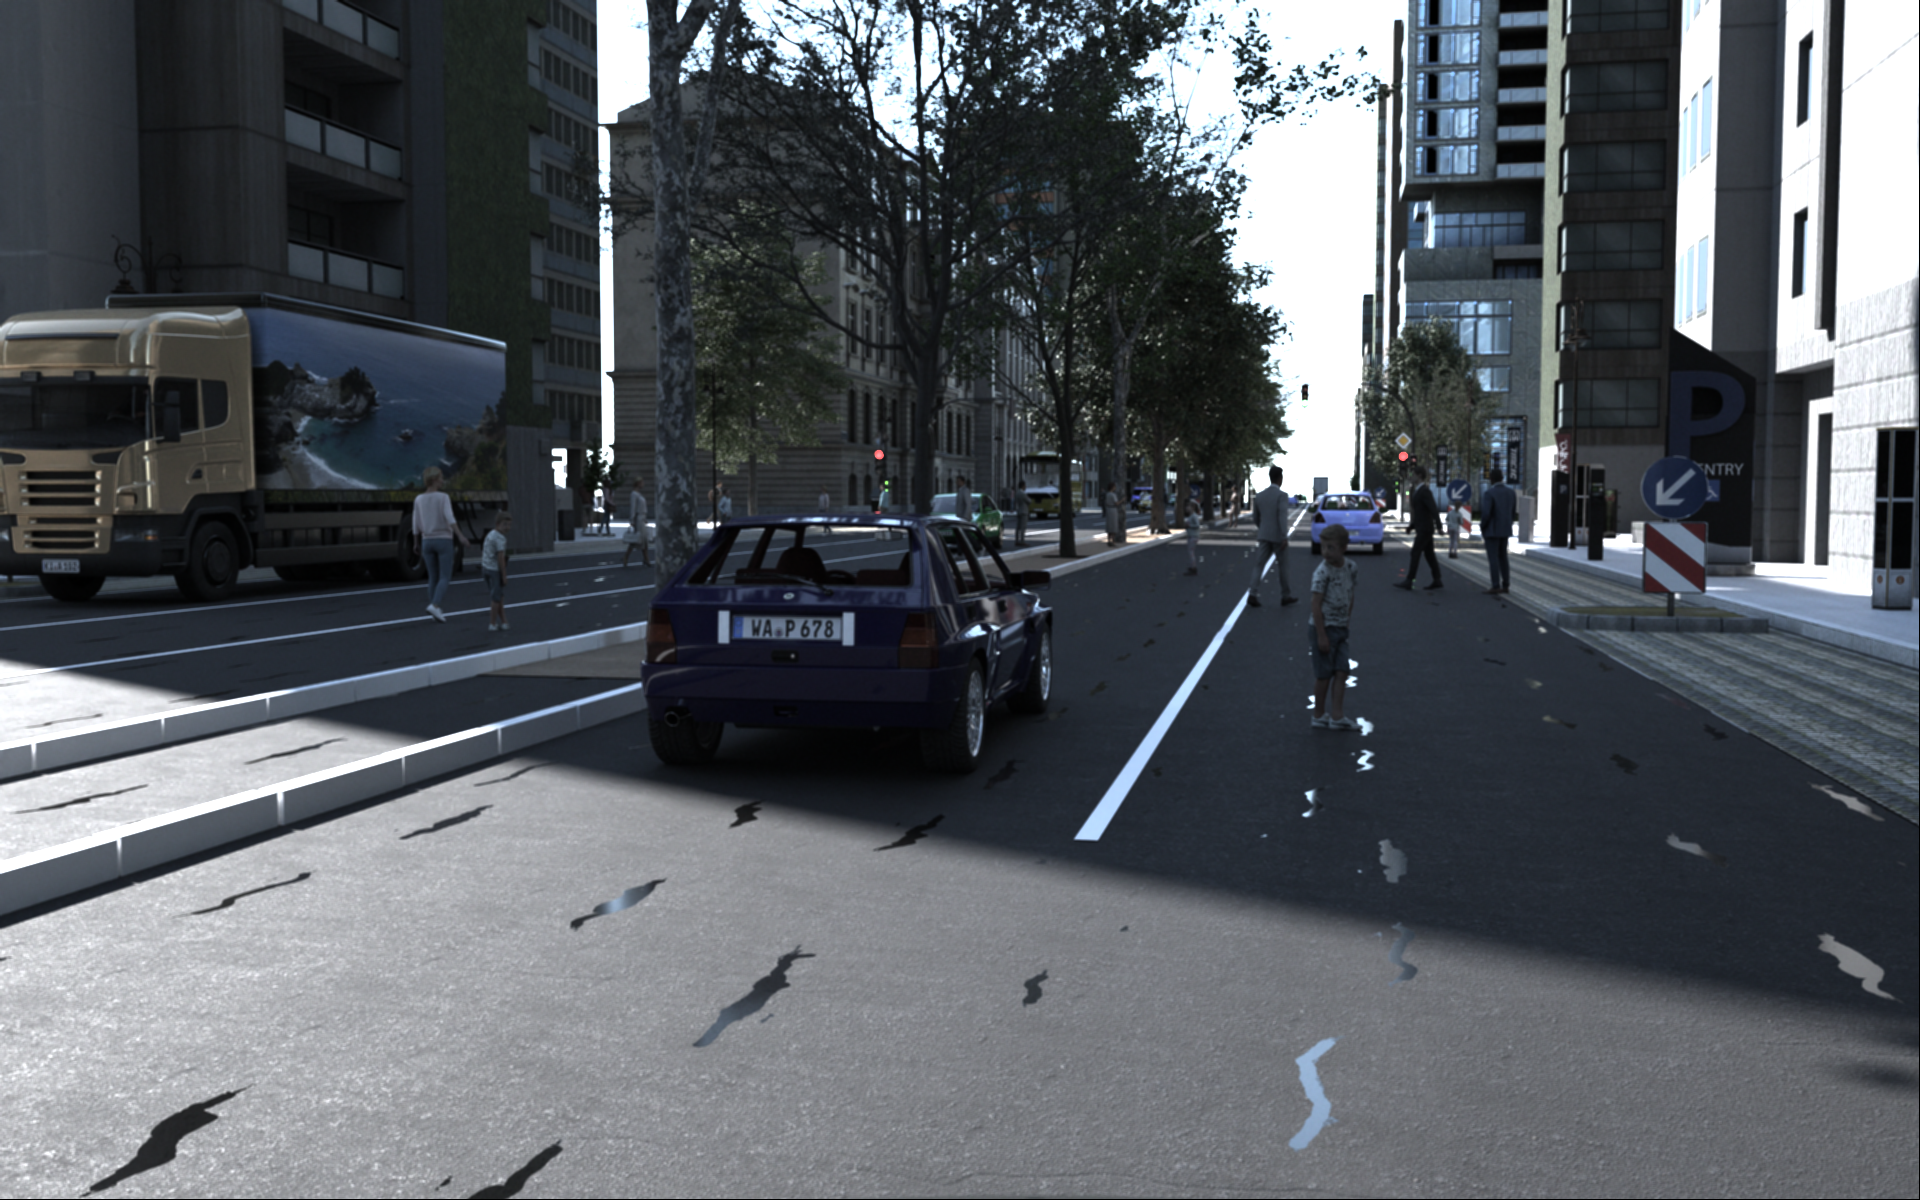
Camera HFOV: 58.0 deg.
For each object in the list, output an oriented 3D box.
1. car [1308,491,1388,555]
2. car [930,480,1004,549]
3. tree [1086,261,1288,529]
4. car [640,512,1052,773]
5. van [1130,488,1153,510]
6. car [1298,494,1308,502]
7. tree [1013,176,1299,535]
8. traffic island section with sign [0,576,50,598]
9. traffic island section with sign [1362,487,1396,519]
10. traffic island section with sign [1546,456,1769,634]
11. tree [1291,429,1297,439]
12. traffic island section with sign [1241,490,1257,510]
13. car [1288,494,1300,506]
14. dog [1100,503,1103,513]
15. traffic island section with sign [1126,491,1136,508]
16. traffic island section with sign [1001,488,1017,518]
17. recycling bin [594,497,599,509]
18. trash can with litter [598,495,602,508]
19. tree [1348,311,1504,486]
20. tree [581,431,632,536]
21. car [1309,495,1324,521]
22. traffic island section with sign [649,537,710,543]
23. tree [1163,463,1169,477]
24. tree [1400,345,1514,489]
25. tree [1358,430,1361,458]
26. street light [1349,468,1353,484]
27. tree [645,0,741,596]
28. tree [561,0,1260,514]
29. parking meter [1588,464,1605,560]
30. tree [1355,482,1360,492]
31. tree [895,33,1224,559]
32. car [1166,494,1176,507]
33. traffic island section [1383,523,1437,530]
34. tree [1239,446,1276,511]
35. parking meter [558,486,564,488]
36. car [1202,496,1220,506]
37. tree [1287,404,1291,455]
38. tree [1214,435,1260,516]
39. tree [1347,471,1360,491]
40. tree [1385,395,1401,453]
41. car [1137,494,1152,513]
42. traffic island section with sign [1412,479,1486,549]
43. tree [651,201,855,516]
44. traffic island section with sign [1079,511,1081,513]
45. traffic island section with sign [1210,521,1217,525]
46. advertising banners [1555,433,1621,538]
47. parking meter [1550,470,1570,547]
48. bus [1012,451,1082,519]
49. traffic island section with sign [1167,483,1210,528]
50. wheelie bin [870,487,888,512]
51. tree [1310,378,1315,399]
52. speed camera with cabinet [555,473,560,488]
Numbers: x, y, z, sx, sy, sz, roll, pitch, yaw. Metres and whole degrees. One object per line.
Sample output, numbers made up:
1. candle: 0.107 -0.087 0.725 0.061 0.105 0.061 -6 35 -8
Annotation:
1. car: 9.479 -2.003 42.347 1.945 1.707 3.694 1 4 13
2. car: -0.020 -2.177 44.396 1.959 1.807 4.718 1 4 11
3. tree: 8.881 -9.079 69.025 7.486 12.596 7.792 0 3 0
4. car: -0.493 0.136 10.364 1.945 1.354 3.894 1 4 11
5. van: 17.130 -9.603 161.396 2.240 2.365 5.245 1 4 12
6. car: 58.715 -17.642 297.245 1.959 1.807 4.718 1 4 11
7. tree: 6.960 -8.632 60.602 9.611 12.733 9.660 0 3 0
8. traffic island section with sign: -13.852 -0.966 24.415 1.989 1.847 2.006 1 4 12
9. traffic island section with sign: 24.328 -5.642 100.873 1.989 1.847 2.006 1 4 12
10. traffic island section with sign: 7.475 -0.621 18.786 1.989 1.847 2.006 1 4 12
11. tree: 19.106 -12.112 118.613 7.486 12.596 7.792 0 3 0
12. traffic island section with sign: 25.930 -8.898 153.615 2.006 1.907 1.989 1 4 12
13. car: 39.271 -11.977 205.419 1.945 1.707 3.694 1 4 12
14. dog: 11.203 -7.107 133.041 0.800 0.831 0.513 2 4 26
15. traffic island section with sign: 18.094 -10.480 179.968 1.989 1.847 2.006 1 4 12
16. traffic island section with sign: 2.773 -5.918 105.384 1.989 1.847 2.006 1 4 12
17. recycling bin: -30.767 -8.109 145.143 0.722 1.027 0.722 2 4 29
18. trash can with litter: -33.504 -9.164 161.221 0.624 1.170 1.055 -1 4 -14
19. tree: 29.452 -11.754 109.193 9.611 12.733 9.660 0 3 0
20. tree: -11.174 -3.581 53.148 1.663 3.219 1.824 0 3 0
21. car: 19.778 -4.918 92.769 2.083 1.381 4.827 1 4 11
22. traffic island section with sign: -8.424 -2.581 50.820 1.989 1.847 2.006 1 4 12
23. tree: 25.763 -17.204 231.652 4.360 8.622 3.978 0 3 0
24. tree: 25.198 -8.329 86.534 4.360 8.622 3.978 0 3 0
25. tree: 37.398 -12.442 153.786 4.737 8.622 4.395 0 3 0
26. street light: 63.116 -18.667 277.999 0.468 5.910 1.993 1 4 12
27. tree: -1.627 -9.555 14.574 12.611 20.169 13.585 0 3 0
28. tree: -0.595 -6.996 27.210 12.009 13.543 11.850 0 3 0
29. parking meter: 12.337 -1.705 33.581 0.255 1.863 0.399 1 4 16
30. tree: 55.092 -14.841 237.253 1.663 3.219 1.824 0 3 0
31. tree: 2.326 -6.750 38.576 9.928 11.665 9.643 0 3 0
32. car: 23.417 -11.180 191.589 1.959 1.807 4.718 1 4 13
33. traffic island section: 18.443 -2.958 70.640 2.009 0.180 2.903 1 4 12
34. tree: 23.951 -11.557 141.776 4.360 8.622 3.978 0 3 0
35. parking meter: -27.148 -6.863 117.921 0.399 1.863 0.255 3 5 45
36. car: 29.559 -11.980 204.543 2.281 1.827 5.304 1 4 13
37. tree: 13.815 -10.639 94.524 7.486 12.596 7.792 0 3 0
38. tree: 17.787 -9.777 112.675 4.737 8.622 4.395 0 3 0
39. tree: 55.314 -15.710 240.563 4.285 4.588 4.351 0 3 0
40. tree: 25.657 -8.882 95.578 4.360 8.622 3.978 0 3 0
41. car: 14.483 -7.384 130.956 2.015 1.641 3.980 1 4 11
42. traffic island section with sign: 13.025 -2.274 45.806 1.989 1.847 2.006 1 4 12
43. tree: -7.955 -9.102 66.947 7.486 12.596 7.792 0 3 0
44. traffic island section with sign: 8.197 -7.533 131.789 1.989 1.847 2.006 1 4 12
45. traffic island section with sign: 10.826 -4.396 80.004 2.006 1.907 1.989 1 4 12
46. advertising banners: 18.047 -3.283 49.868 2.074 3.025 0.090 -1 4 -9
47. parking meter: 14.511 -2.212 41.876 0.399 1.863 0.255 -1 4 -17
48. bus: 5.355 -6.773 102.293 2.896 3.916 12.252 1 4 10
49. traffic island section with sign: 9.326 -3.952 72.750 2.006 1.907 1.989 1 4 12
50. wheelie bin: -3.880 -4.579 82.779 0.980 1.594 0.693 2 4 29
51. tree: 12.066 -10.519 84.819 12.009 13.543 11.850 0 3 0
52. speed camera with cabinet: -37.511 -10.084 159.203 0.660 3.252 2.038 -3 5 -41
